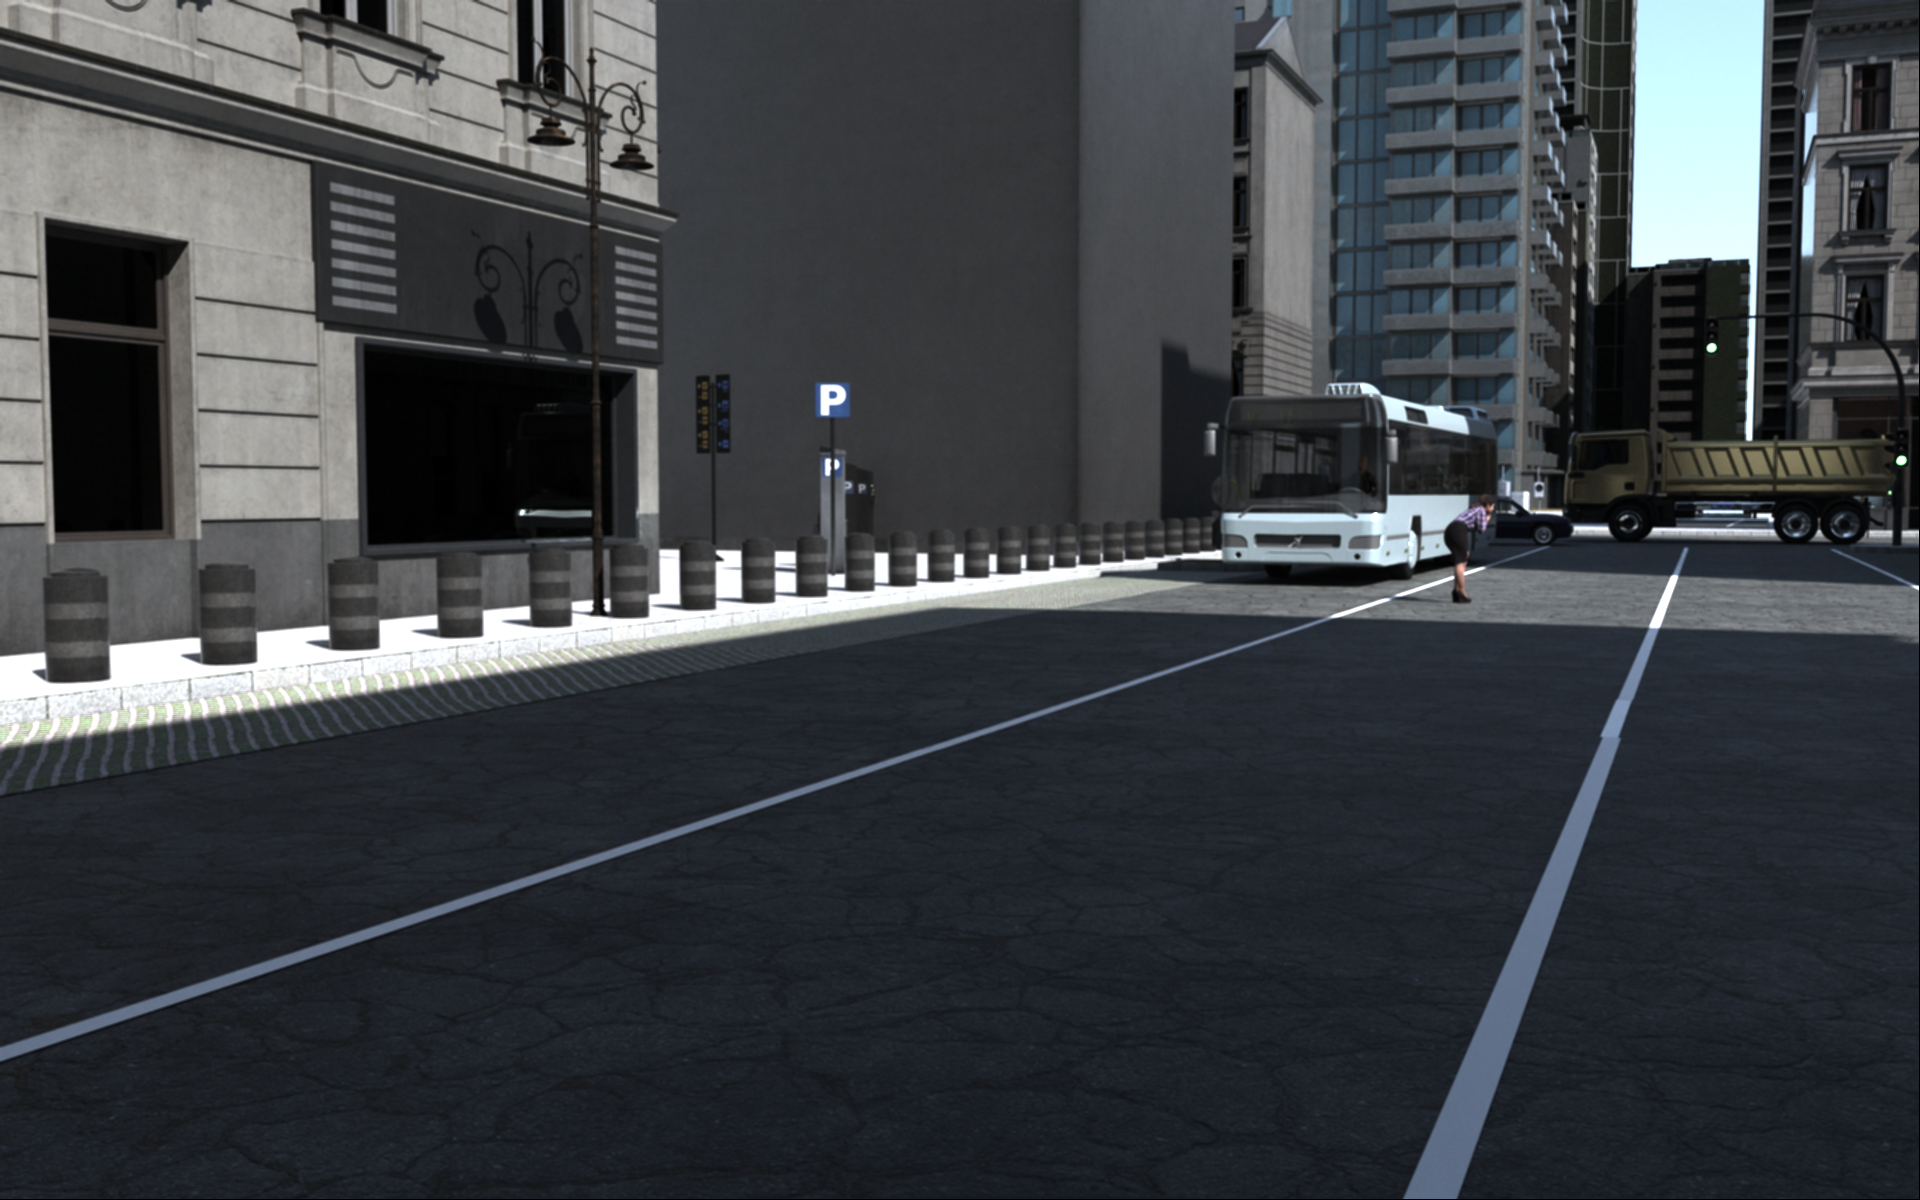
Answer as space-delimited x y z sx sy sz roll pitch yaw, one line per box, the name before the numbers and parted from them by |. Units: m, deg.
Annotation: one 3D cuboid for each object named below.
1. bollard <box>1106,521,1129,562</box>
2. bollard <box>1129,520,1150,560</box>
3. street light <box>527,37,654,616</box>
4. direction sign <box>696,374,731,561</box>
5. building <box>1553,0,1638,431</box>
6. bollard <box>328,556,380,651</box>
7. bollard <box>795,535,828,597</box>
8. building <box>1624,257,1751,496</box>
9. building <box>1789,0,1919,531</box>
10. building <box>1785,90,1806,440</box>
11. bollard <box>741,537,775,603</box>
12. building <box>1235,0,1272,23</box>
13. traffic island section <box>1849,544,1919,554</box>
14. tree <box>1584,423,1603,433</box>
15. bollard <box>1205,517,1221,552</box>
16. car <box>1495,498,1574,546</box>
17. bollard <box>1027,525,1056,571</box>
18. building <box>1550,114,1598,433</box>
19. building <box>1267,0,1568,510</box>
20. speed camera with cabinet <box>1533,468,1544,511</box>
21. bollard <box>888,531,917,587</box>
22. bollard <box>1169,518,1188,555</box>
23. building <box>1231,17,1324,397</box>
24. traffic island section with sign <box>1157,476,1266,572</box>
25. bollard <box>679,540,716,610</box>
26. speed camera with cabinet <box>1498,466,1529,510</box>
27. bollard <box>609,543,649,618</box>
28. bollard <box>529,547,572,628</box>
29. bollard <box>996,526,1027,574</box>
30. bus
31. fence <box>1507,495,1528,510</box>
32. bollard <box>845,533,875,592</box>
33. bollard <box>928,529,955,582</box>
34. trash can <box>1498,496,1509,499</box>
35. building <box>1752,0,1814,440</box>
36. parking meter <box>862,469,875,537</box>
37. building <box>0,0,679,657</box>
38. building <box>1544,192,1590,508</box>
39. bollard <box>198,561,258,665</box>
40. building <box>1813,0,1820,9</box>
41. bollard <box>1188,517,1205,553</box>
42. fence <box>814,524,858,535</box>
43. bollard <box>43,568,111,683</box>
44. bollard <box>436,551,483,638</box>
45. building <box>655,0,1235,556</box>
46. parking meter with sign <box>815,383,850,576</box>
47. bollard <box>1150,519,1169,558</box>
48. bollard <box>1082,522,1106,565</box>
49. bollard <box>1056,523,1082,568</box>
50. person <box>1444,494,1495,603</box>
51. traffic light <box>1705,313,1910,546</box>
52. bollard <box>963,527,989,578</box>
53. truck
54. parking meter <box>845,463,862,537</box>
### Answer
bollard | 2.893 -1.101 32.716 0.404 0.777 0.398 0 3 0
bollard | 3.423 -1.176 33.943 0.404 0.777 0.398 0 3 0
street light | -3.813 -2.771 18.101 0.468 5.910 1.993 2 4 23
direction sign | -4.706 -2.512 33.075 0.876 3.537 0.379 3 4 37
building | 75.553 -48.051 223.893 20.611 71.187 20.563 2 4 23
bollard | -5.028 0.021 14.367 0.404 0.777 0.398 0 3 0
bollard | -1.860 -0.428 21.710 0.404 0.777 0.398 0 3 0
building | 90.236 -27.135 215.364 14.107 30.474 14.160 2 4 23
building | 32.843 -13.045 64.197 40.483 20.767 10.553 2 4 23
building | 92.787 -32.231 177.090 14.600 45.320 14.200 2 4 23
bollard | -2.386 -0.353 20.488 0.404 0.777 0.398 0 3 0
building | 40.641 -39.944 195.076 28.212 58.520 21.231 2 4 23
traffic island section | 23.252 -1.265 42.963 2.009 0.180 2.903 2 4 23
tree | 63.076 -13.744 175.073 4.737 8.622 4.395 0 3 0
bollard | 5.536 -1.475 38.833 0.404 0.777 0.398 0 3 0
car | 15.454 -2.253 49.424 3.894 1.354 1.945 1 4 22
bollard | 1.307 -0.876 29.044 0.404 0.777 0.398 0 3 0
building | 62.166 -31.002 190.475 14.086 41.232 14.154 2 4 23
building | 39.182 -32.311 147.898 23.786 49.044 30.456 2 4 23
speed camera with cabinet | 42.848 -8.322 130.397 2.038 3.252 0.660 0 4 6
bollard | -0.800 -0.578 24.164 0.404 0.777 0.398 0 3 0
bollard | 4.475 -1.325 36.381 0.404 0.777 0.398 0 3 0
building | 5.653 -13.854 75.669 18.267 20.994 9.793 2 4 23
traffic island section with sign | 4.962 -1.469 32.645 1.989 1.847 2.006 2 4 23
bollard | -2.916 -0.278 19.260 0.404 0.777 0.398 0 3 0
speed camera with cabinet | 38.546 -7.730 120.722 0.660 3.252 2.038 -3 5 -42
bollard | -3.444 -0.203 18.038 0.404 0.777 0.398 0 3 0
bollard | -3.974 -0.128 16.811 0.404 0.777 0.398 0 3 0
bollard | 0.785 -0.802 27.824 0.404 0.777 0.398 0 3 0
bus | 7.647 -2.267 31.933 2.948 3.499 13.247 2 4 25
fence | 36.196 -6.193 112.452 0.480 1.192 2.264 -1 4 -19
bollard | -1.328 -0.503 22.944 0.404 0.777 0.398 0 3 0
bollard | -0.275 -0.652 25.382 0.404 0.777 0.398 0 3 0
trash can | 34.068 -5.935 108.690 0.748 1.137 0.748 0 3 0
building | 108.068 -47.183 209.696 20.611 71.187 20.563 2 4 23
parking meter | -2.064 -1.940 37.433 0.399 1.863 0.255 1 4 16
building | -18.677 -14.097 6.901 17.030 29.872 44.131 2 4 23
building | 52.524 -24.174 166.943 14.160 30.474 14.107 2 4 23
bollard | -5.556 0.096 13.148 0.404 0.777 0.398 0 3 0
building | 81.079 -30.612 150.609 14.600 45.320 14.200 2 4 23
bollard | 5.011 -1.400 37.614 0.404 0.777 0.398 0 3 0
fence | -2.485 -1.194 34.902 0.278 0.683 2.069 1 4 22
bollard | -6.083 0.170 11.931 0.404 0.777 0.398 0 3 0
bollard | -4.500 -0.053 15.584 0.404 0.777 0.398 0 3 0
building | -5.681 -15.461 46.291 24.014 27.812 14.314 2 4 23
parking meter with sign | -2.040 -1.943 28.025 0.543 3.016 1.738 0 4 -3
bollard | 3.949 -1.250 35.161 0.404 0.777 0.398 0 3 0
bollard | 2.362 -1.025 31.482 0.404 0.777 0.398 0 3 0
bollard | 1.832 -0.951 30.265 0.404 0.777 0.398 0 3 0
person | 6.713 -0.679 22.842 0.697 1.427 0.421 -1 4 -14
traffic light | 21.263 -4.213 43.557 4.771 5.953 1.251 2 4 23
bollard | 0.252 -0.727 26.603 0.404 0.777 0.398 0 3 0
truck | 22.260 -3.400 51.519 9.791 3.379 3.469 2 4 25
parking meter | -1.948 -1.481 29.926 0.399 1.863 0.255 -1 4 -9
